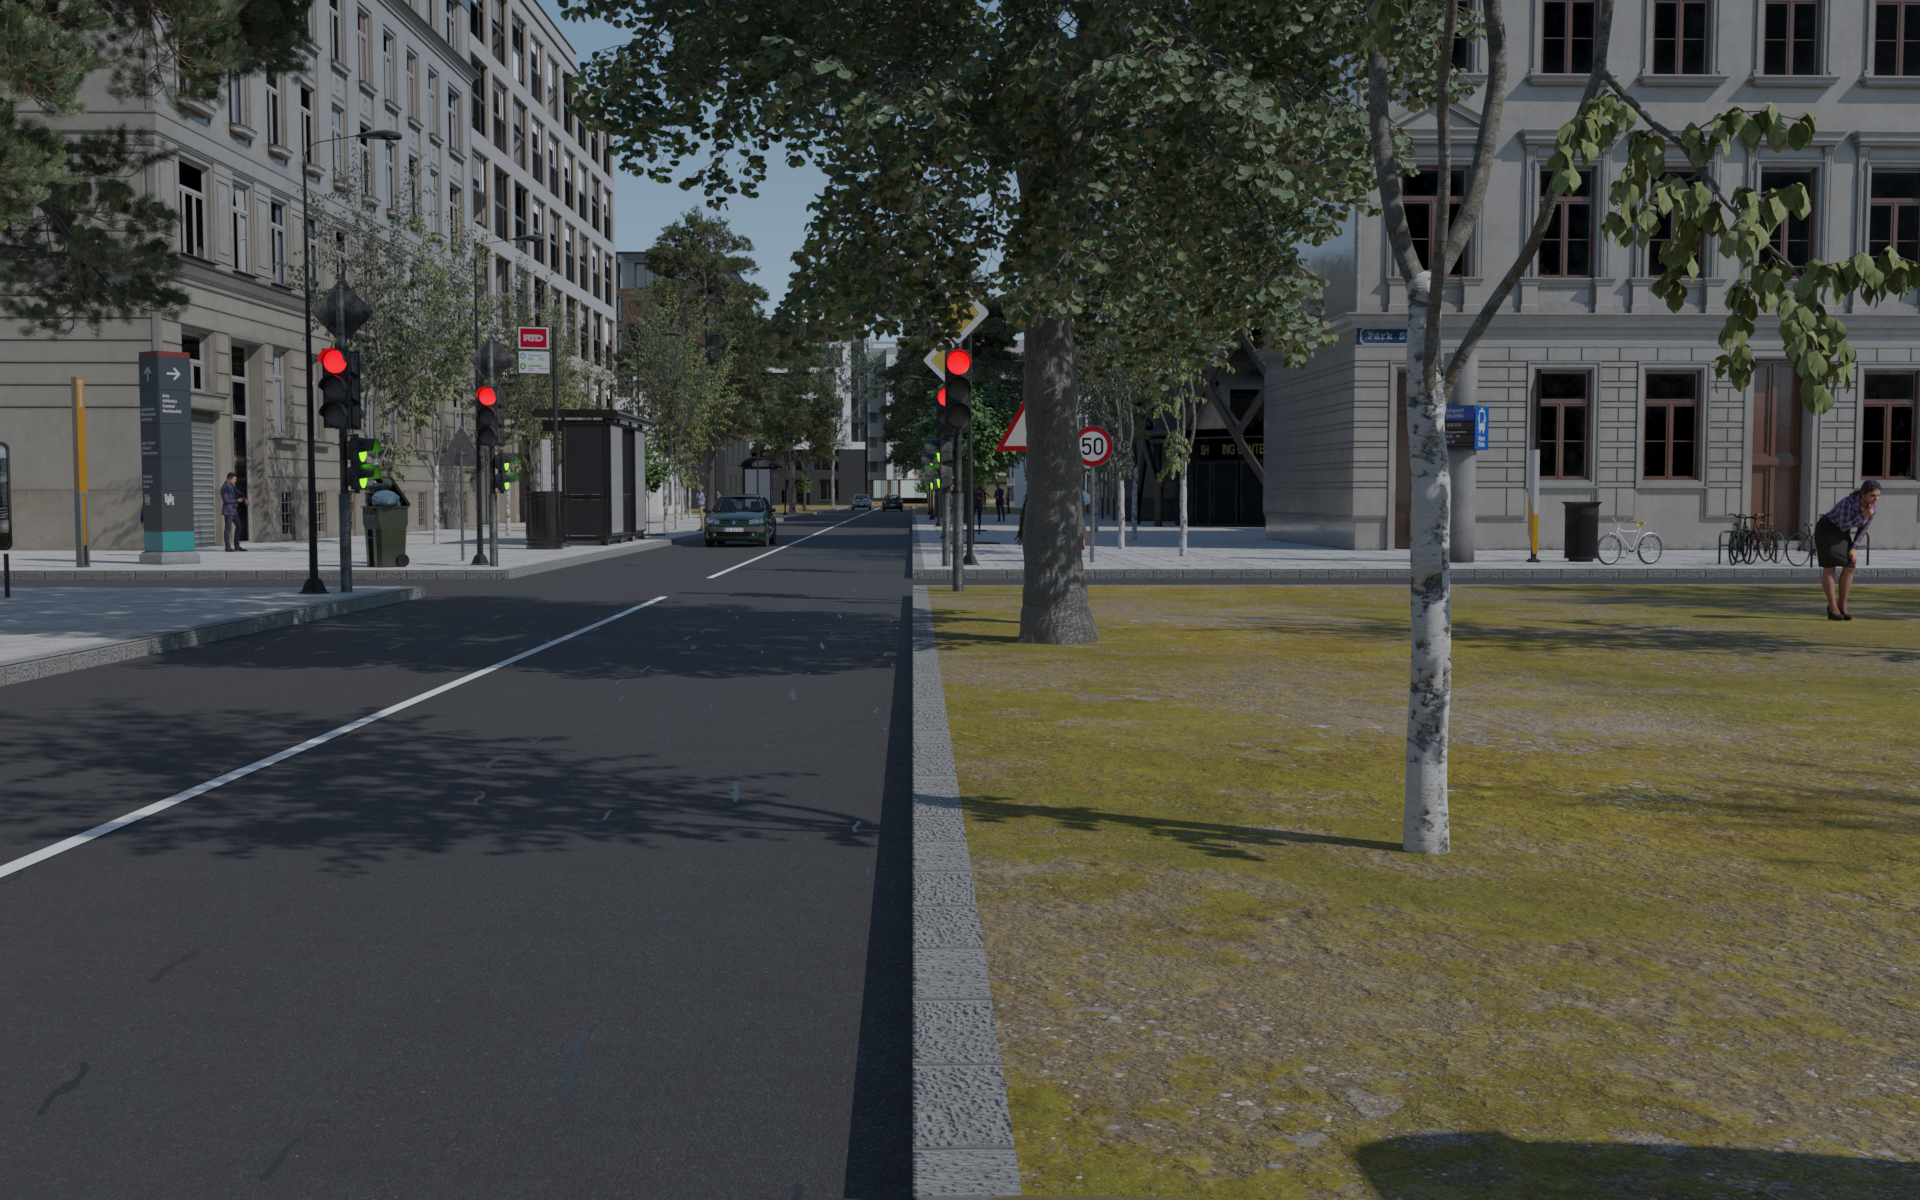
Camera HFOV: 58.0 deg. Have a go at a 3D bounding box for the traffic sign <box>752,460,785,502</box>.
[{"bbox_3d":[-11.676,-6.769,104.550,2.265,3.308,0.079,0,4,4],"label":"traffic sign"}]

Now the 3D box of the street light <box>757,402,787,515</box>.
[{"bbox_3d":[-9.649,-7.015,87.230,1.470,5.913,1.316,0,4,-2],"label":"street light"}]

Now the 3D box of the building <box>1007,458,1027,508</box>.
[{"bbox_3d":[9.506,-13.358,160.549,9.099,9.664,28.070,0,4,-2],"label":"building"}]

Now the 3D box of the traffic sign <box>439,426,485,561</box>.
[{"bbox_3d":[-9.558,-2.032,33.223,0.884,2.594,0.081,0,4,0],"label":"traffic sign"}]

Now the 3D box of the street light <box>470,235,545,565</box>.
[{"bbox_3d":[-8.140,-3.586,31.171,1.470,5.913,1.316,0,4,-2],"label":"street light"}]

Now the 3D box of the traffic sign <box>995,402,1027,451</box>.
[{"bbox_3d":[0.882,-1.320,21.585,0.884,2.594,0.081,0,3,0],"label":"traffic sign"}]

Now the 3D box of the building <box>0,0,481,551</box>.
[{"bbox_3d":[-25.656,-13.413,52.591,16.112,22.955,30.059,0,4,-2],"label":"building"}]

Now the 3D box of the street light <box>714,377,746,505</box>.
[{"bbox_3d":[-9.158,-5.879,68.666,1.470,5.913,1.316,0,4,-2],"label":"street light"}]

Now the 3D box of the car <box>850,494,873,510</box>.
[{"bbox_3d":[-8.877,-8.823,156.061,2.131,1.459,4.920,0,4,-3],"label":"car"}]

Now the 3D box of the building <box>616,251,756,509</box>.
[{"bbox_3d":[-36.734,-19.315,159.771,32.646,21.610,27.936,0,4,-2],"label":"building"}]

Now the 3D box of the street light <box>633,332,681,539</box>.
[{"bbox_3d":[-8.667,-4.716,49.655,1.470,5.913,1.316,0,4,-2],"label":"street light"}]

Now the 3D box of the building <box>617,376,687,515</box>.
[{"bbox_3d":[-23.540,-10.944,121.074,9.099,9.664,28.070,0,4,-2],"label":"building"}]

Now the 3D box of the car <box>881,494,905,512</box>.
[{"bbox_3d":[-5.551,-8.130,142.713,2.009,1.686,4.222,0,4,-2],"label":"car"}]

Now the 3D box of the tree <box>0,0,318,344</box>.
[{"bbox_3d":[-9.466,-6.587,15.115,7.806,13.903,7.818,0,3,0],"label":"tree"}]

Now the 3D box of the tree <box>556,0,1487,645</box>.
[{"bbox_3d":[0.835,-6.600,14.561,9.857,13.997,8.962,0,3,0],"label":"tree"}]

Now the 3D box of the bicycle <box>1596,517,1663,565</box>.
[{"bbox_3d":[12.168,-1.112,31.399,1.543,0.972,0.635,-1,4,-20],"label":"bicycle"}]

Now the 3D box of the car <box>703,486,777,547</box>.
[{"bbox_3d":[-6.098,-2.354,48.280,2.009,1.686,4.222,0,4,-1],"label":"car"}]

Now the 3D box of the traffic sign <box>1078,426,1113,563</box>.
[{"bbox_3d":[2.473,-1.973,32.360,0.768,2.556,0.104,0,4,6],"label":"traffic sign"}]

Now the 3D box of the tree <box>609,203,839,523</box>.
[{"bbox_3d":[-10.919,-10.248,74.974,7.806,13.903,7.818,0,3,0],"label":"tree"}]

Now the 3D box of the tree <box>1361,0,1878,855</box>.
[{"bbox_3d":[1.612,-3.387,5.748,4.737,8.622,4.395,0,3,0],"label":"tree"}]

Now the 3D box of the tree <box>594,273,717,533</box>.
[{"bbox_3d":[-9.844,-6.542,57.330,4.360,8.622,3.978,0,3,0],"label":"tree"}]

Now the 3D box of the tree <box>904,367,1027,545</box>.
[{"bbox_3d":[0.285,-3.729,44.687,4.285,4.588,4.351,0,3,0],"label":"tree"}]

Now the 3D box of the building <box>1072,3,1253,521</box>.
[{"bbox_3d":[12.762,-18.067,92.663,12.463,27.353,25.104,0,4,-2],"label":"building"}]

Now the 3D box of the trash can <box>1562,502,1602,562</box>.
[{"bbox_3d":[11.793,-1.298,32.870,0.748,1.137,0.748,0,3,0],"label":"trash can"}]

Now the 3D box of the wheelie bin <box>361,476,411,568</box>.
[{"bbox_3d":[-10.074,-1.374,30.367,0.693,1.594,0.980,-3,5,-44],"label":"wheelie bin"}]

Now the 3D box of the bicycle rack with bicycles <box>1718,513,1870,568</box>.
[{"bbox_3d":[14.876,-1.100,31.363,2.925,0.926,2.852,-2,4,-31],"label":"bicycle rack with bicycles"}]

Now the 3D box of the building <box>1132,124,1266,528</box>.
[{"bbox_3d":[15.467,-12.497,71.775,16.820,18.784,16.811,0,4,-2],"label":"building"}]

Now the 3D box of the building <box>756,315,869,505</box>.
[{"bbox_3d":[-27.551,-22.456,211.134,32.646,21.610,27.936,0,4,-2],"label":"building"}]

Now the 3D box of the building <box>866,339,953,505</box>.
[{"bbox_3d":[-5.297,-21.351,205.504,11.380,20.091,16.016,0,4,-2],"label":"building"}]

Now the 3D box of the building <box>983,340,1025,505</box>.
[{"bbox_3d":[16.239,-20.825,206.953,31.486,18.905,16.747,0,4,-2],"label":"building"}]

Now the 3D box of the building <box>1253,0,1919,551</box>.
[{"bbox_3d":[18.562,-12.705,43.879,21.152,22.565,11.583,0,4,-2],"label":"building"}]

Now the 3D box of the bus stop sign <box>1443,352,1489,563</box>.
[{"bbox_3d":[9.355,-2.657,32.459,0.837,3.901,0.837,2,4,34],"label":"bus stop sign"}]

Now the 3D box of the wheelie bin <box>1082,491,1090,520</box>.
[{"bbox_3d":[2.023,-1.521,32.778,0.980,1.594,0.693,-1,4,-8],"label":"wheelie bin"}]

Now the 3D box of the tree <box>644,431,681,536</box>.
[{"bbox_3d":[-9.712,-3.607,53.581,1.663,3.219,1.824,0,3,0],"label":"tree"}]

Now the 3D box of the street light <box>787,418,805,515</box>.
[{"bbox_3d":[-10.132,-8.137,105.575,1.470,5.913,1.316,0,4,-2],"label":"street light"}]

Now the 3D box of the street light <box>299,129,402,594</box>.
[{"bbox_3d":[-7.808,-3.038,22.218,1.470,5.913,1.316,0,4,-2],"label":"street light"}]

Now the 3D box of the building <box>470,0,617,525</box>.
[{"bbox_3d":[-29.325,-17.121,84.440,19.350,26.468,34.151,0,4,-2],"label":"building"}]

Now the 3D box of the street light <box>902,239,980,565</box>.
[{"bbox_3d":[-0.366,-3.587,31.195,1.470,5.913,1.316,0,4,-2],"label":"street light"}]
